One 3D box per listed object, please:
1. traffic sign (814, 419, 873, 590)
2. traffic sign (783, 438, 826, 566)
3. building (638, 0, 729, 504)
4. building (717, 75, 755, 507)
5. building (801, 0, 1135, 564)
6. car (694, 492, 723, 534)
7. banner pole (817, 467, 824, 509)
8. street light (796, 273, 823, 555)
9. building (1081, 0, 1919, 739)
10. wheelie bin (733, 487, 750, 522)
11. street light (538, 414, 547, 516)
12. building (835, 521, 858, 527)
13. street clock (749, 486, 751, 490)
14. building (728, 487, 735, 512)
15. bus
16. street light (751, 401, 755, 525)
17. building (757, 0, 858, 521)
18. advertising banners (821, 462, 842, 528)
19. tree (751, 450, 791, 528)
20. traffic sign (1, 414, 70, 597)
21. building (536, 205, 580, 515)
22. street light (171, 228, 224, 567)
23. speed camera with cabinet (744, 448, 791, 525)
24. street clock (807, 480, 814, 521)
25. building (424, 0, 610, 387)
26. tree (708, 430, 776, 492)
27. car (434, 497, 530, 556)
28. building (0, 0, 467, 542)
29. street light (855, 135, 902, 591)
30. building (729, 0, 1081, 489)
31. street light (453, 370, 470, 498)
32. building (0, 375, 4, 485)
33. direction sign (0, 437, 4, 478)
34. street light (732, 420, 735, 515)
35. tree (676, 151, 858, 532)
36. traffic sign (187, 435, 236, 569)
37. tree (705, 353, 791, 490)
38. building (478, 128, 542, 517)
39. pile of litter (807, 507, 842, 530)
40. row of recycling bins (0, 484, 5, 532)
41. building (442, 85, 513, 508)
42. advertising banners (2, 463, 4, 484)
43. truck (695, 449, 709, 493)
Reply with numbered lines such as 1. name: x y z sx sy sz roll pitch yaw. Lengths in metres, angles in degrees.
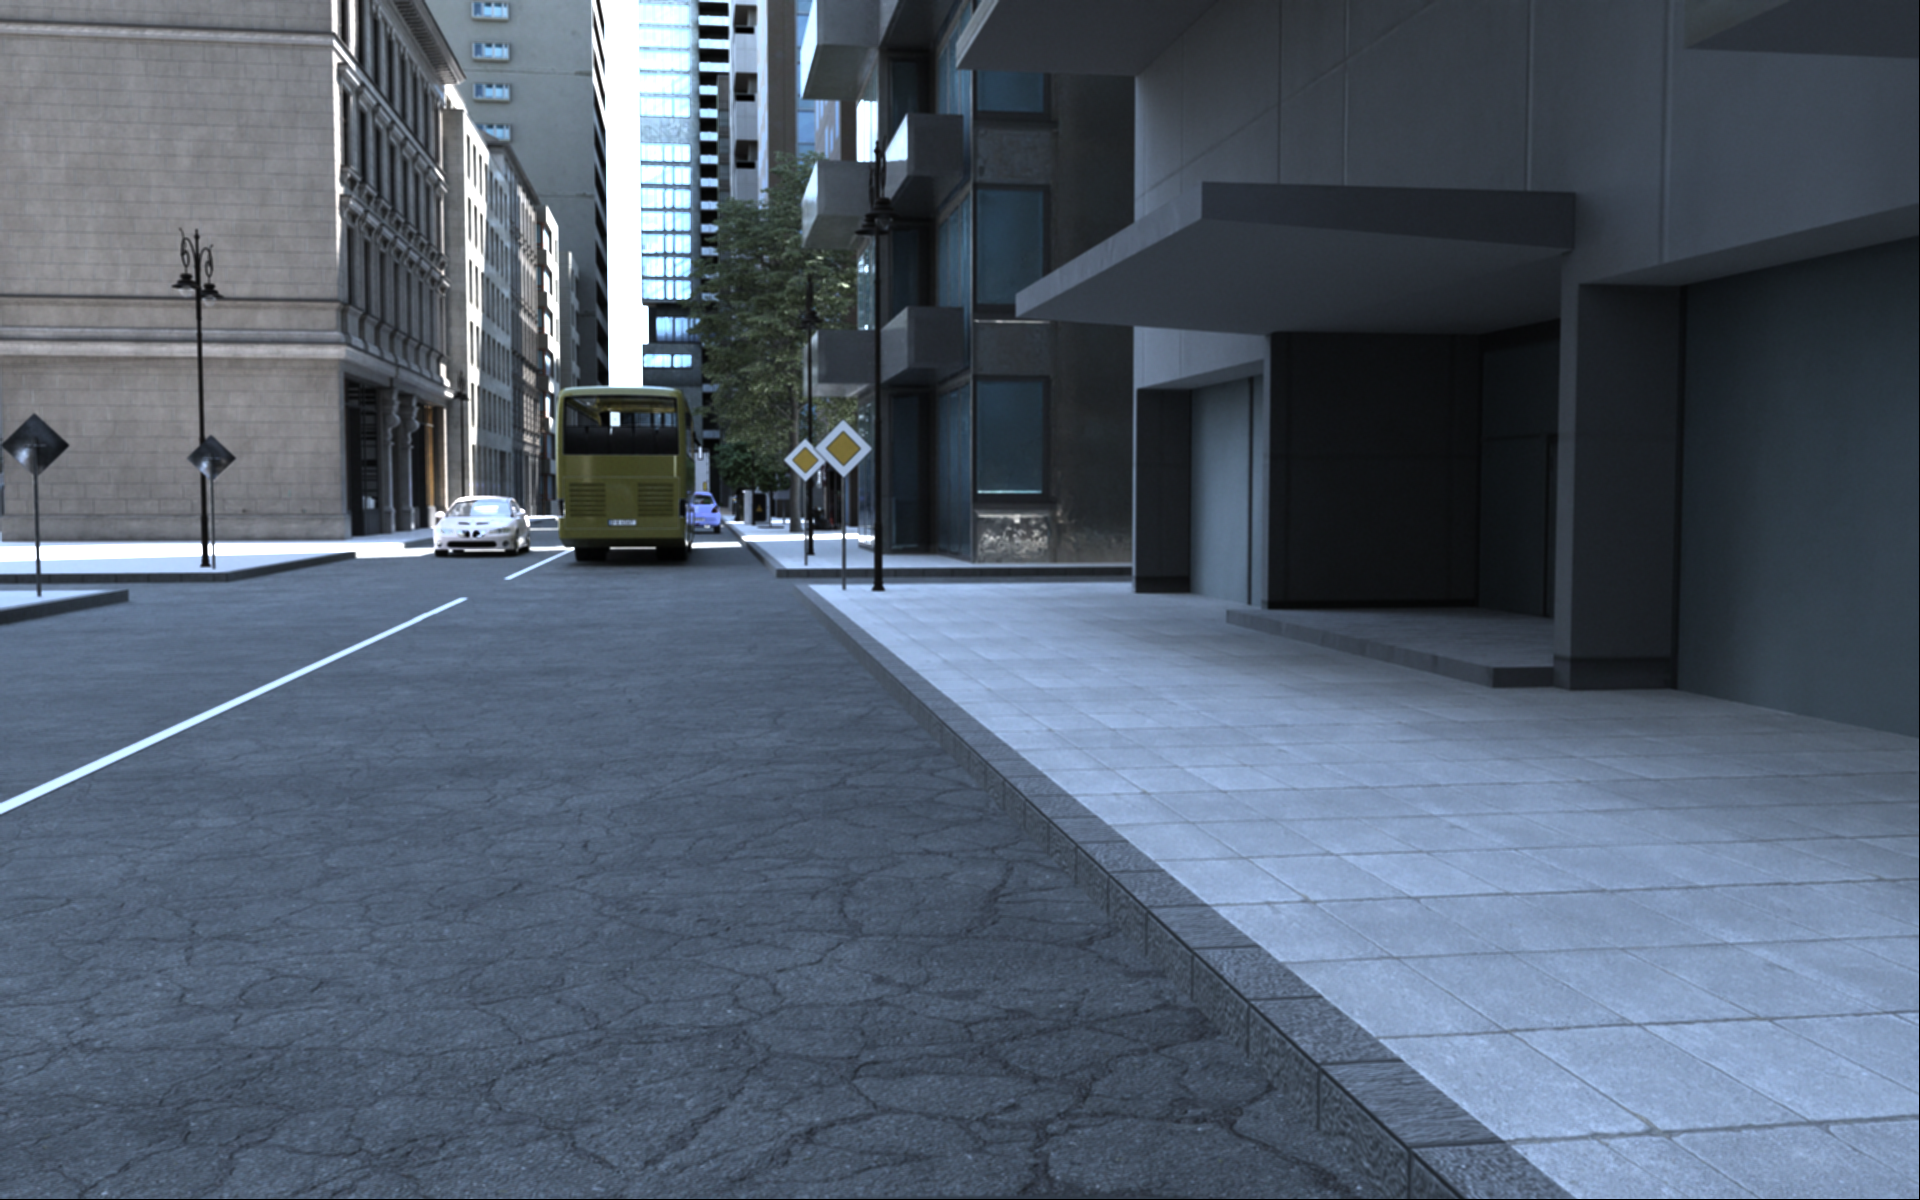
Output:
1. traffic sign: -1.557 -1.193 23.150 0.795 2.450 0.064 -1 4 -9
2. traffic sign: -2.768 -1.676 31.043 0.795 2.450 0.064 -1 4 -9
3. building: -24.733 -54.160 198.190 31.000 86.520 22.319 -1 4 -9
4. building: -17.118 -29.963 173.483 14.154 41.232 14.086 -1 4 -9
5. building: 11.372 -25.824 41.827 30.456 49.044 23.786 -1 4 -9
6. car: -9.724 -3.330 64.041 1.945 1.707 3.694 -1 4 -9
7. banner pole: -6.802 -5.795 84.762 0.401 3.779 0.863 2 4 27
8. street light: -3.146 -3.886 36.323 0.468 5.910 1.993 -1 4 -9
9. building: 15.045 -25.770 10.576 28.713 52.752 27.495 -1 4 -9
10. wheelie bin: -9.963 -4.402 79.874 0.980 1.594 0.693 -2 4 -35
11. street light: -23.989 -7.760 99.667 0.468 5.910 1.993 -1 4 -9
12. building: 1.181 -25.917 73.851 14.600 45.320 14.200 -1 4 -9
13. street clock: -11.323 -5.378 92.508 0.358 2.002 0.471 -2 4 -28
14. building: -1.015 -26.727 128.875 32.217 40.220 23.993 -1 4 -9
15. bus: -7.474 -2.967 40.054 2.896 3.916 12.252 0 4 -8
16. street light: -8.463 -5.997 70.842 0.468 5.910 1.993 -1 4 -9
17. building: -4.359 -27.459 99.067 14.600 45.320 14.200 -1 4 -9
18. advertising banners: -4.778 -4.190 64.692 0.090 3.025 2.074 -2 4 -27
19. tree: -7.254 -4.330 65.397 1.663 3.219 1.824 0 3 0
20. traffic sign: -11.538 -1.101 21.644 0.795 2.450 0.064 -1 4 -9
21. building: -40.538 -16.574 116.020 27.650 21.520 28.899 -1 4 -9
22. street light: -13.311 -3.522 30.376 0.468 5.910 1.993 -1 4 -9
23. speed camera with cabinet: -8.149 -4.847 73.584 2.038 3.252 0.660 -2 4 -33
24. street clock: -7.275 -4.829 83.524 0.471 2.002 0.358 -2 4 -24
25. building: -39.978 -31.625 140.777 21.300 48.544 21.600 -1 4 -9
26. tree: -10.591 -6.162 84.464 4.285 4.588 4.351 0 3 0
27. car: -11.367 -1.774 41.368 2.083 1.381 4.827 -1 4 -9
28. building: -21.583 -12.049 47.907 10.553 20.767 40.483 -1 4 -9
29. street light: -1.084 -3.060 22.818 0.468 5.910 1.993 -1 4 -9
30. building: -6.604 -34.526 153.746 28.713 52.752 27.495 -1 4 -9
31. street light: -18.531 -5.611 64.520 0.468 5.910 1.993 -1 4 -9
32. building: -84.994 -29.421 164.634 14.086 41.232 14.154 -1 4 -9
33. direction sign: -35.846 -4.464 64.980 0.876 3.537 0.379 -2 4 -26
34. street light: -13.744 -8.086 104.997 0.468 5.910 1.993 -1 4 -9
35. tree: -5.489 -8.516 57.372 7.486 12.596 7.792 0 3 0
36. traffic sign: -12.749 -1.584 29.537 0.795 2.450 0.064 -1 4 -9
37. tree: -10.709 -8.498 89.312 4.360 8.622 3.978 0 3 0
38. building: -28.311 -14.952 93.610 9.793 20.994 18.267 -1 4 -9
39. pile of litter: -4.855 -2.913 61.585 1.176 0.858 1.719 -2 4 -33
40. row of recycling bins: -32.435 -3.197 59.385 1.069 1.692 3.534 -2 4 -33
41. building: -26.001 -13.547 76.249 10.420 20.320 16.860 -1 4 -9
42. advertising banners: -53.532 -6.151 96.759 0.090 3.025 2.074 -1 4 -23
43. truck: -17.707 -7.543 112.248 2.839 4.237 11.283 -1 4 -11
